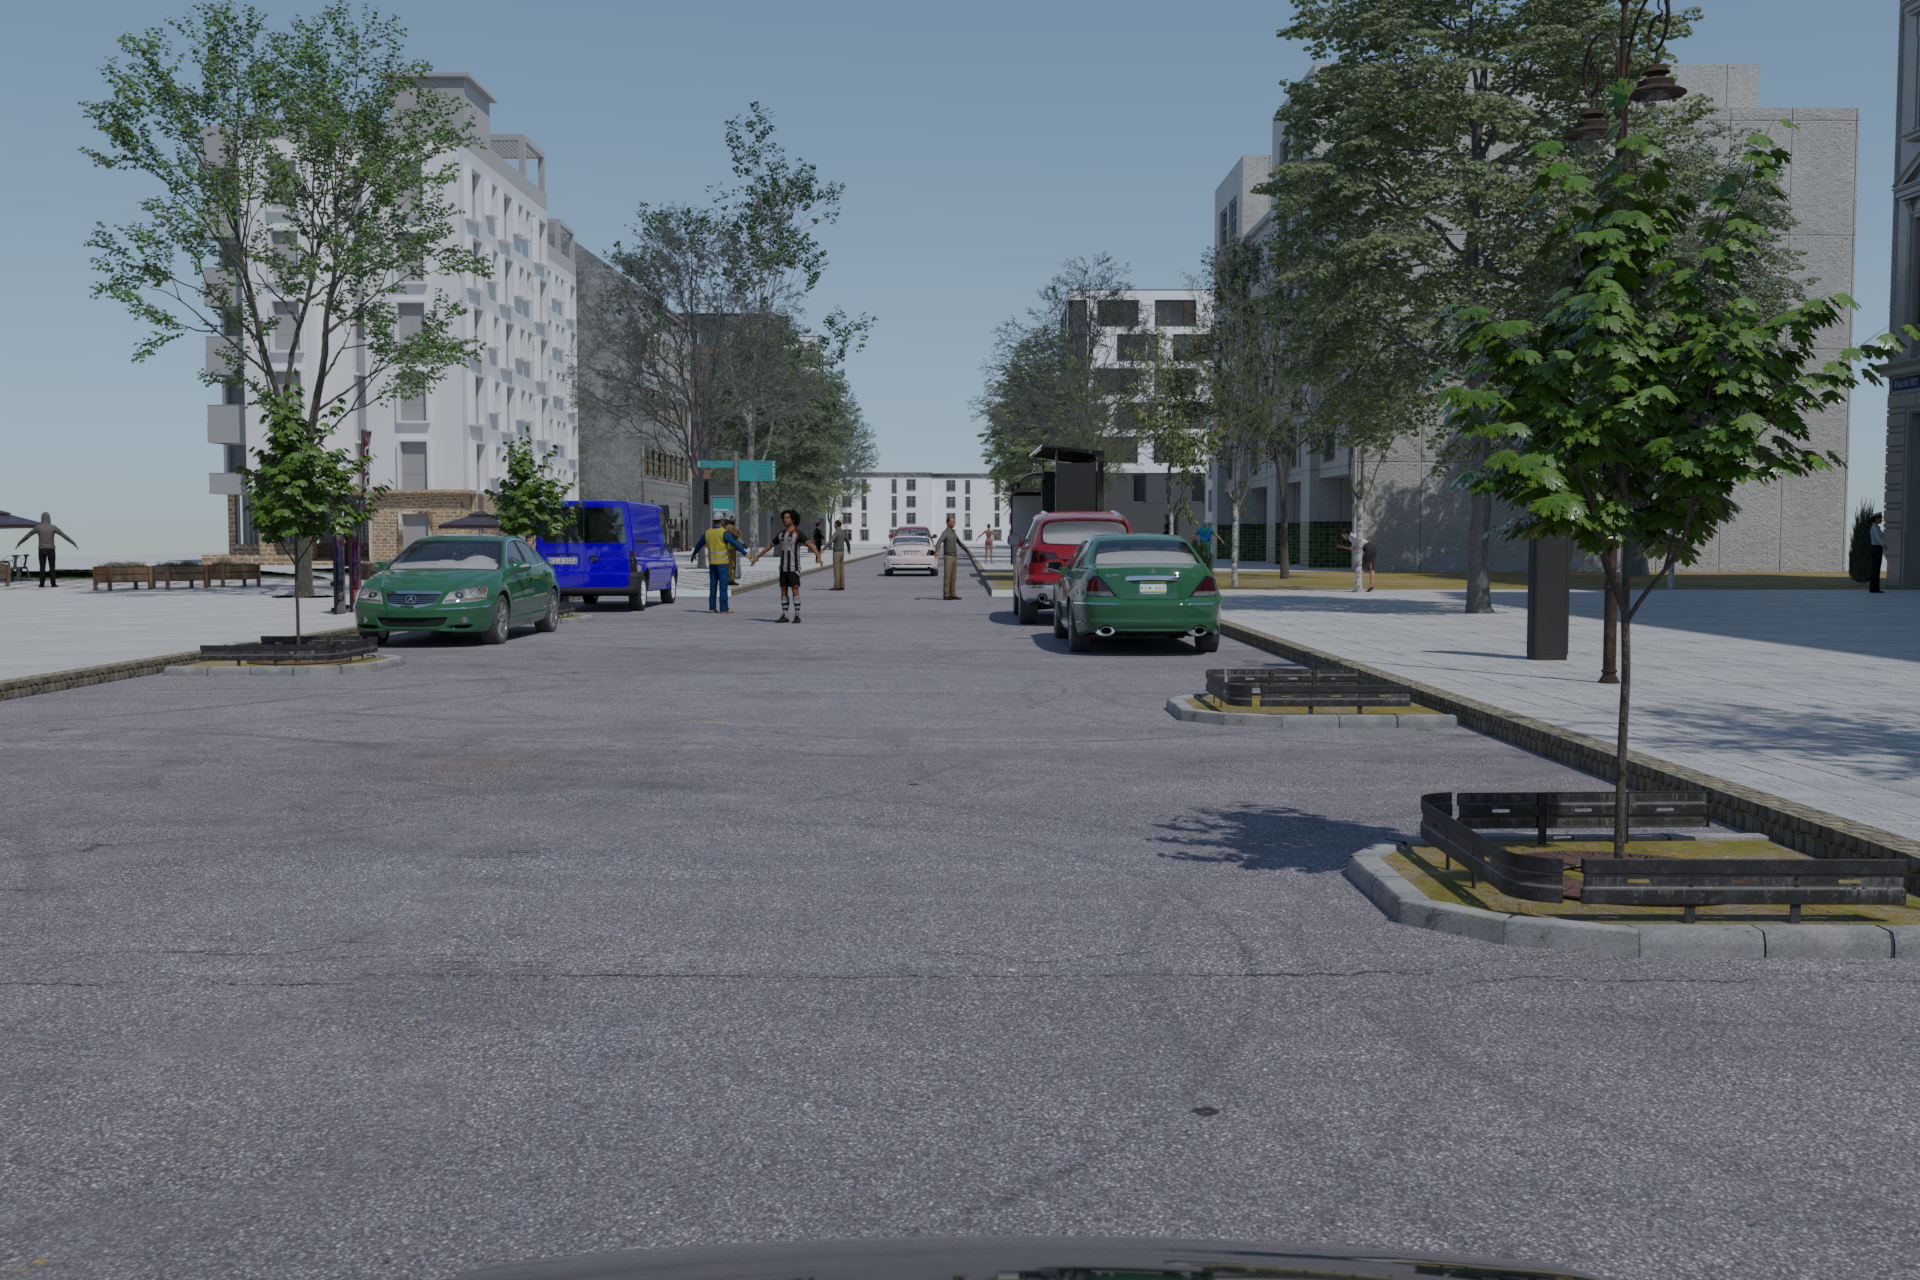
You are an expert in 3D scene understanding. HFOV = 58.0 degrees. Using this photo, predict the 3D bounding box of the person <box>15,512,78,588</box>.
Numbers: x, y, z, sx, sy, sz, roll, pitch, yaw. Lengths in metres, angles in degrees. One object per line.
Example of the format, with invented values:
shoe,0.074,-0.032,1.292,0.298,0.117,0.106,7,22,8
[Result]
person,-21.925,-2.169,41.585,1.348,1.813,0.705,-2,4,-25

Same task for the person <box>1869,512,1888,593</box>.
person,20.090,-1.917,37.800,0.721,1.778,1.216,1,4,21

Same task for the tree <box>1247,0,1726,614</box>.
tree,8.085,-6.683,27.402,7.486,12.596,7.792,0,3,0

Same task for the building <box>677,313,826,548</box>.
building,-28.623,-20.333,176.415,27.936,21.610,32.646,0,4,-1

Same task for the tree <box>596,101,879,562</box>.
tree,-10.139,-13.622,78.615,12.611,20.169,13.585,0,3,0

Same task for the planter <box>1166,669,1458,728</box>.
planter,2.679,0.450,13.778,1.991,0.319,1.994,0,4,0

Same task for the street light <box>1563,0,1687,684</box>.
street light,5.588,-2.565,14.732,0.468,5.910,1.993,0,3,0

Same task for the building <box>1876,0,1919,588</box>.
building,27.372,-11.944,31.441,11.583,22.565,21.152,0,4,0

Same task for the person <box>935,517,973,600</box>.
person,-0.189,-1.766,37.611,0.705,1.796,1.348,2,4,35

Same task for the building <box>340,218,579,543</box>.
building,-28.599,-14.541,94.170,16.016,20.090,11.380,0,4,0

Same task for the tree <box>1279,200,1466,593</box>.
tree,8.521,-5.347,37.781,4.360,8.622,3.978,0,3,0

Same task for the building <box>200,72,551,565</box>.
building,-25.137,-13.215,72.488,16.016,20.090,11.380,0,4,0

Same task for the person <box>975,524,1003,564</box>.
person,1.256,-4.155,74.740,1.217,1.733,0.721,1,4,11

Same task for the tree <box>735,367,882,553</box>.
tree,-10.288,-12.634,116.934,12.009,13.543,11.850,0,3,0

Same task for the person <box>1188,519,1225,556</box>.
person,8.785,-3.418,62.012,1.347,1.817,0.704,1,4,15

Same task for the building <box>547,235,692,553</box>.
building,-29.149,-17.556,117.977,19.493,23.208,18.063,0,4,1

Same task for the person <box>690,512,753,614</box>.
person,-4.349,-1.400,31.323,1.349,1.833,0.705,2,4,26

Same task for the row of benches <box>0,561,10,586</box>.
row of benches,-25.336,-1.625,42.027,4.104,0.672,1.422,0,4,-3

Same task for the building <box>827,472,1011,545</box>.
building,-3.935,-17.794,235.529,28.070,9.664,9.099,0,4,-2

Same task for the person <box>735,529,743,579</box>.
person,-6.416,-2.456,49.426,0.599,1.433,0.991,2,4,24

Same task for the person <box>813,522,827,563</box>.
person,-6.291,-4.350,77.316,0.705,1.806,1.347,-2,4,-27

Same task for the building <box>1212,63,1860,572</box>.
building,21.603,-12.691,73.955,16.747,18.905,31.486,0,4,0

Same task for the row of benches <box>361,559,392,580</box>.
row of benches,-13.220,-1.701,43.269,1.422,0.672,4.104,3,4,36

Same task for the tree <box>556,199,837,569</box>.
tree,-9.603,-9.374,63.642,12.009,13.543,11.850,0,3,0

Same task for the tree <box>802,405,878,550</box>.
tree,-10.235,-12.892,136.540,9.928,11.665,9.643,0,3,0

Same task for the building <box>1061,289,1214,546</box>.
building,23.087,-19.388,160.965,27.936,21.610,32.646,0,4,0

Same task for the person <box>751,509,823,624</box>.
person,-2.750,-1.178,27.865,1.345,1.843,0.704,2,4,26

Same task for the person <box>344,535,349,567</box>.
person,-24.041,-3.801,68.081,0.705,1.837,1.347,0,4,1

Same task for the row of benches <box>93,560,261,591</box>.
row of benches,-18.493,-1.554,40.866,1.422,0.672,4.104,2,4,32

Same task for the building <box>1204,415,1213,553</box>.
building,21.509,-10.096,107.218,9.099,9.664,28.070,0,4,0

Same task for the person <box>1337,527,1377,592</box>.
person,8.811,-1.783,38.379,0.799,1.438,0.628,0,4,-5

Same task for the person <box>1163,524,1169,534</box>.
person,9.321,-4.429,79.132,0.721,1.740,1.216,1,4,9

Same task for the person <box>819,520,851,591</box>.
person,-3.112,-2.156,43.977,0.705,1.796,1.348,2,4,29

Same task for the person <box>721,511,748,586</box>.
person,-5.692,-2.282,43.078,0.705,1.858,1.354,-2,4,-34
